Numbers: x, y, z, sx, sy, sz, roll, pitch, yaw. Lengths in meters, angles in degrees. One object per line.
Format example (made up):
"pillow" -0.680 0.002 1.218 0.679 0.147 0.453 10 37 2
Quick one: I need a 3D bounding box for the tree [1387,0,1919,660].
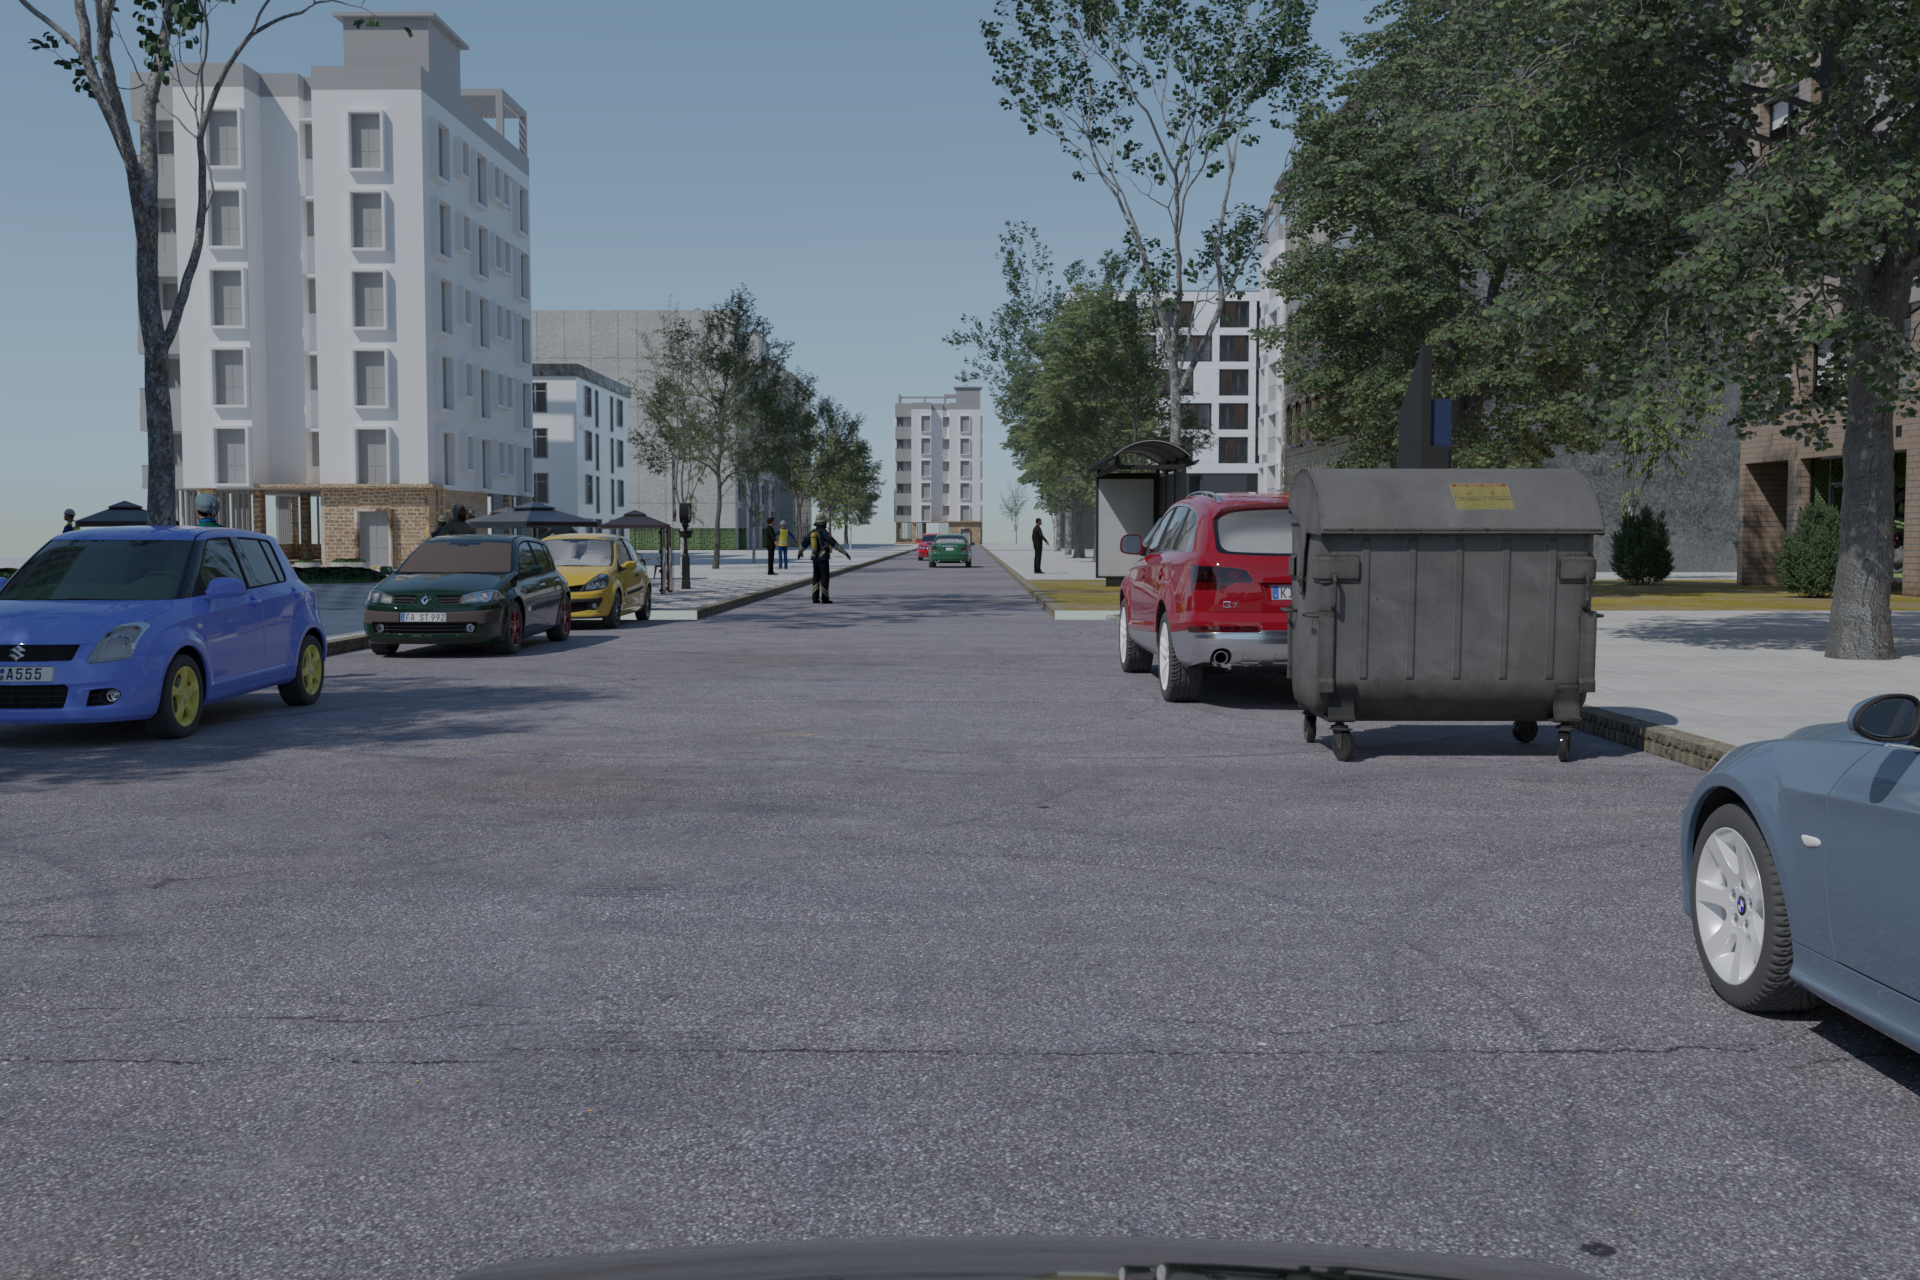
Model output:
"tree" 9.252 -6.786 17.607 9.857 13.997 8.962 0 3 0

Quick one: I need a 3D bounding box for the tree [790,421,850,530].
"tree" -8.419 -9.540 106.334 4.737 8.622 4.395 0 3 0

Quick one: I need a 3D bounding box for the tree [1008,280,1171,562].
"tree" 6.008 -9.799 78.343 7.486 12.596 7.792 0 3 0

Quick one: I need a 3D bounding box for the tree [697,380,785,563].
"tree" -8.862 -7.683 75.984 4.360 8.622 3.978 0 3 0

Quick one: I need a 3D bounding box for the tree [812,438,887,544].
"tree" -14.381 -19.165 220.005 9.857 13.997 8.962 0 3 0

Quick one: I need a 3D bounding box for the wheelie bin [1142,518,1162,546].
"wheelie bin" 3.879 -1.551 33.270 0.693 1.594 0.980 0 4 -1

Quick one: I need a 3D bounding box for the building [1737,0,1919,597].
"building" 29.107 -12.992 18.996 21.656 26.213 47.522 0 4 0

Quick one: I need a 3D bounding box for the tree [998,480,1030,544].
"tree" 7.558 -16.805 225.124 4.360 8.622 3.978 0 3 0

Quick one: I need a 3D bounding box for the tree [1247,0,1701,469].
"tree" 10.490 -7.920 36.156 9.857 13.997 8.962 0 3 0

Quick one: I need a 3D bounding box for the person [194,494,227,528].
"person" -7.175 -0.484 16.494 0.704 1.817 1.347 3 4 38

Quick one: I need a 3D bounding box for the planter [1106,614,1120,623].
"planter" 3.409 -0.442 28.365 1.991 0.319 1.994 0 3 0

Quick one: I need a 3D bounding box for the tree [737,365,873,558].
"tree" -8.611 -9.815 94.880 8.767 10.594 7.601 1 4 12

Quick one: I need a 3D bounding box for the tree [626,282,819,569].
"tree" -8.666 -7.900 63.583 7.601 10.594 8.767 -1 4 -12

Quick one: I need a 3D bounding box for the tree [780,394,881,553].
"tree" -8.959 -11.093 115.787 8.767 10.594 7.601 3 5 44

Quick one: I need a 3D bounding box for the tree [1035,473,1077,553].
"tree" 6.308 -10.235 117.704 4.360 8.622 3.978 0 3 0

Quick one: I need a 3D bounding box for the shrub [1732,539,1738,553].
"shrub" 20.945 -2.492 44.790 1.661 2.075 1.752 0 3 0

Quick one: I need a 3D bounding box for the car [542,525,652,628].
"car" -6.033 -1.057 27.504 2.015 1.641 3.980 0 4 0

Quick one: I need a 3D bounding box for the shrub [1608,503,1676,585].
"shrub" 17.140 -2.412 43.481 1.661 2.075 1.752 0 3 0

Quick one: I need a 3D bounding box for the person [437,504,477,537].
"person" -8.849 -1.503 30.702 0.705 1.813 1.348 2 4 35

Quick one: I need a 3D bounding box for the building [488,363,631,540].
"building" -23.395 -9.614 99.340 9.099 9.664 28.070 0 4 0

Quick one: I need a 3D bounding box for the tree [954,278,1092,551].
"tree" 6.366 -16.659 128.260 12.611 20.169 13.585 0 3 0

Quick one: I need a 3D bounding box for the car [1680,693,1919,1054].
"car" 3.172 0.506 3.732 2.014 1.417 4.499 0 4 0

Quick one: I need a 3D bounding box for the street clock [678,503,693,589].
"street clock" -6.374 -2.181 40.234 0.358 2.002 0.471 0 4 0

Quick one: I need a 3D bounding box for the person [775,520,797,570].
"person" -6.433 -3.434 62.607 1.216 1.772 0.721 -2 4 -30

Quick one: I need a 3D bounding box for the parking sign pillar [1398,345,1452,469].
"parking sign pillar" 6.792 -2.260 25.428 1.447 3.967 1.447 0 4 0

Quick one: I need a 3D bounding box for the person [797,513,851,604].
"person" -2.850 -1.679 35.683 1.354 1.856 0.705 2 4 33

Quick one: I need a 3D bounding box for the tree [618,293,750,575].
"tree" -8.905 -6.336 53.956 4.360 8.622 3.978 0 3 0

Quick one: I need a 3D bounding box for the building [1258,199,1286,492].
"building" 22.257 -14.793 98.288 16.016 20.090 11.380 0 3 0

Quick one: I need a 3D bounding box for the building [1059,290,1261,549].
"building" 22.907 -19.435 161.739 27.936 21.610 32.646 0 3 0

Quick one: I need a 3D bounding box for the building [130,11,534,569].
"building" -24.117 -12.711 64.253 16.016 20.090 11.380 0 4 1

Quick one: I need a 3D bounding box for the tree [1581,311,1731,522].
"tree" 18.905 -5.978 48.095 4.737 8.622 4.395 0 3 0

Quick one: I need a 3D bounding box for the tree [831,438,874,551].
"tree" -8.385 -11.104 131.918 4.737 8.622 4.395 0 3 0

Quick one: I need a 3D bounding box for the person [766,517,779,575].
"person" -5.879 -2.934 54.164 0.705 1.806 1.347 -1 4 -14

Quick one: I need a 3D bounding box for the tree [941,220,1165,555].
"tree" 5.290 -15.312 106.232 12.611 20.169 13.585 0 3 0

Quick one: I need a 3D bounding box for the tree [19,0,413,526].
"tree" -12.464 -10.262 23.678 12.611 20.169 13.585 0 3 0

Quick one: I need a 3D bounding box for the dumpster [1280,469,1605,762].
"dumpster" 3.115 -0.193 11.370 1.865 1.857 1.264 0 4 0

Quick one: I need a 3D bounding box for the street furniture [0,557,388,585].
"street furniture" -19.927 -1.770 44.565 10.072 0.657 5.734 -1 4 -15

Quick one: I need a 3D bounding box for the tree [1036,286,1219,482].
"tree" 6.316 -8.042 65.906 7.601 10.594 8.767 -2 4 -25

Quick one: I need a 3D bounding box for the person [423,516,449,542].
"person" -16.100 -2.939 53.840 0.705 1.856 1.354 3 5 41

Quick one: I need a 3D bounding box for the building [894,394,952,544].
"building" -8.084 -22.397 225.070 11.380 20.090 16.016 -1 4 -8

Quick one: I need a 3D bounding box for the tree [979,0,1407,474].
"tree" 7.614 -11.844 49.543 12.611 20.169 13.585 0 3 0

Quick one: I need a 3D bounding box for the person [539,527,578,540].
"person" -9.302 -2.095 40.525 1.348 1.796 0.705 -1 4 -16

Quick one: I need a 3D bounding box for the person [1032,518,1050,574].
"person" 2.561 -3.050 56.088 0.704 1.802 1.346 -1 4 -18

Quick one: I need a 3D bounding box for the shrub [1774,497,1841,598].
"shrub" 17.179 -1.854 34.728 1.690 2.028 1.600 0 3 0

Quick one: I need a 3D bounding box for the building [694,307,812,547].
"building" -25.372 -21.191 177.399 19.493 23.208 18.063 0 4 0

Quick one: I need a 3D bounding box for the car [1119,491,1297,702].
"car" 2.716 -0.468 16.332 2.281 1.827 5.304 0 4 -1

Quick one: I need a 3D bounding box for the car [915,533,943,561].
"car" -1.371 -5.214 94.283 2.155 1.783 4.494 0 4 0

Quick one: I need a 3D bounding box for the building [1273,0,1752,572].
"building" 23.231 -14.396 66.302 19.493 23.208 18.063 0 4 1

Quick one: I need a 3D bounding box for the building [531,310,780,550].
"building" -26.076 -17.512 152.770 16.747 18.905 31.486 0 4 0

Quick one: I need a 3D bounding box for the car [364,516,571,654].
"car" -6.130 -0.738 21.849 2.009 1.686 4.222 0 4 0

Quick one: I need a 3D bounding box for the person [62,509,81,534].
"person" -19.323 -1.934 37.584 0.705 1.833 1.349 0 4 -5

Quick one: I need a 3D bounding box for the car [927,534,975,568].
"car" -0.406 -3.873 75.129 2.131 1.459 4.920 0 4 1

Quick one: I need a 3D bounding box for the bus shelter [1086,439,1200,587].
"bus shelter" 4.095 -2.799 39.683 2.014 3.302 5.546 0 3 0

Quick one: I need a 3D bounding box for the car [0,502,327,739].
"car" -6.261 -0.223 13.240 1.945 1.707 3.694 0 3 0

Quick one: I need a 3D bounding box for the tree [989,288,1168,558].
"tree" 6.377 -11.322 91.769 9.857 13.997 8.962 0 3 0

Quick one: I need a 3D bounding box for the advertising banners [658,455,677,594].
"advertising banners" -6.370 -2.552 37.906 0.090 3.025 2.074 0 4 1
